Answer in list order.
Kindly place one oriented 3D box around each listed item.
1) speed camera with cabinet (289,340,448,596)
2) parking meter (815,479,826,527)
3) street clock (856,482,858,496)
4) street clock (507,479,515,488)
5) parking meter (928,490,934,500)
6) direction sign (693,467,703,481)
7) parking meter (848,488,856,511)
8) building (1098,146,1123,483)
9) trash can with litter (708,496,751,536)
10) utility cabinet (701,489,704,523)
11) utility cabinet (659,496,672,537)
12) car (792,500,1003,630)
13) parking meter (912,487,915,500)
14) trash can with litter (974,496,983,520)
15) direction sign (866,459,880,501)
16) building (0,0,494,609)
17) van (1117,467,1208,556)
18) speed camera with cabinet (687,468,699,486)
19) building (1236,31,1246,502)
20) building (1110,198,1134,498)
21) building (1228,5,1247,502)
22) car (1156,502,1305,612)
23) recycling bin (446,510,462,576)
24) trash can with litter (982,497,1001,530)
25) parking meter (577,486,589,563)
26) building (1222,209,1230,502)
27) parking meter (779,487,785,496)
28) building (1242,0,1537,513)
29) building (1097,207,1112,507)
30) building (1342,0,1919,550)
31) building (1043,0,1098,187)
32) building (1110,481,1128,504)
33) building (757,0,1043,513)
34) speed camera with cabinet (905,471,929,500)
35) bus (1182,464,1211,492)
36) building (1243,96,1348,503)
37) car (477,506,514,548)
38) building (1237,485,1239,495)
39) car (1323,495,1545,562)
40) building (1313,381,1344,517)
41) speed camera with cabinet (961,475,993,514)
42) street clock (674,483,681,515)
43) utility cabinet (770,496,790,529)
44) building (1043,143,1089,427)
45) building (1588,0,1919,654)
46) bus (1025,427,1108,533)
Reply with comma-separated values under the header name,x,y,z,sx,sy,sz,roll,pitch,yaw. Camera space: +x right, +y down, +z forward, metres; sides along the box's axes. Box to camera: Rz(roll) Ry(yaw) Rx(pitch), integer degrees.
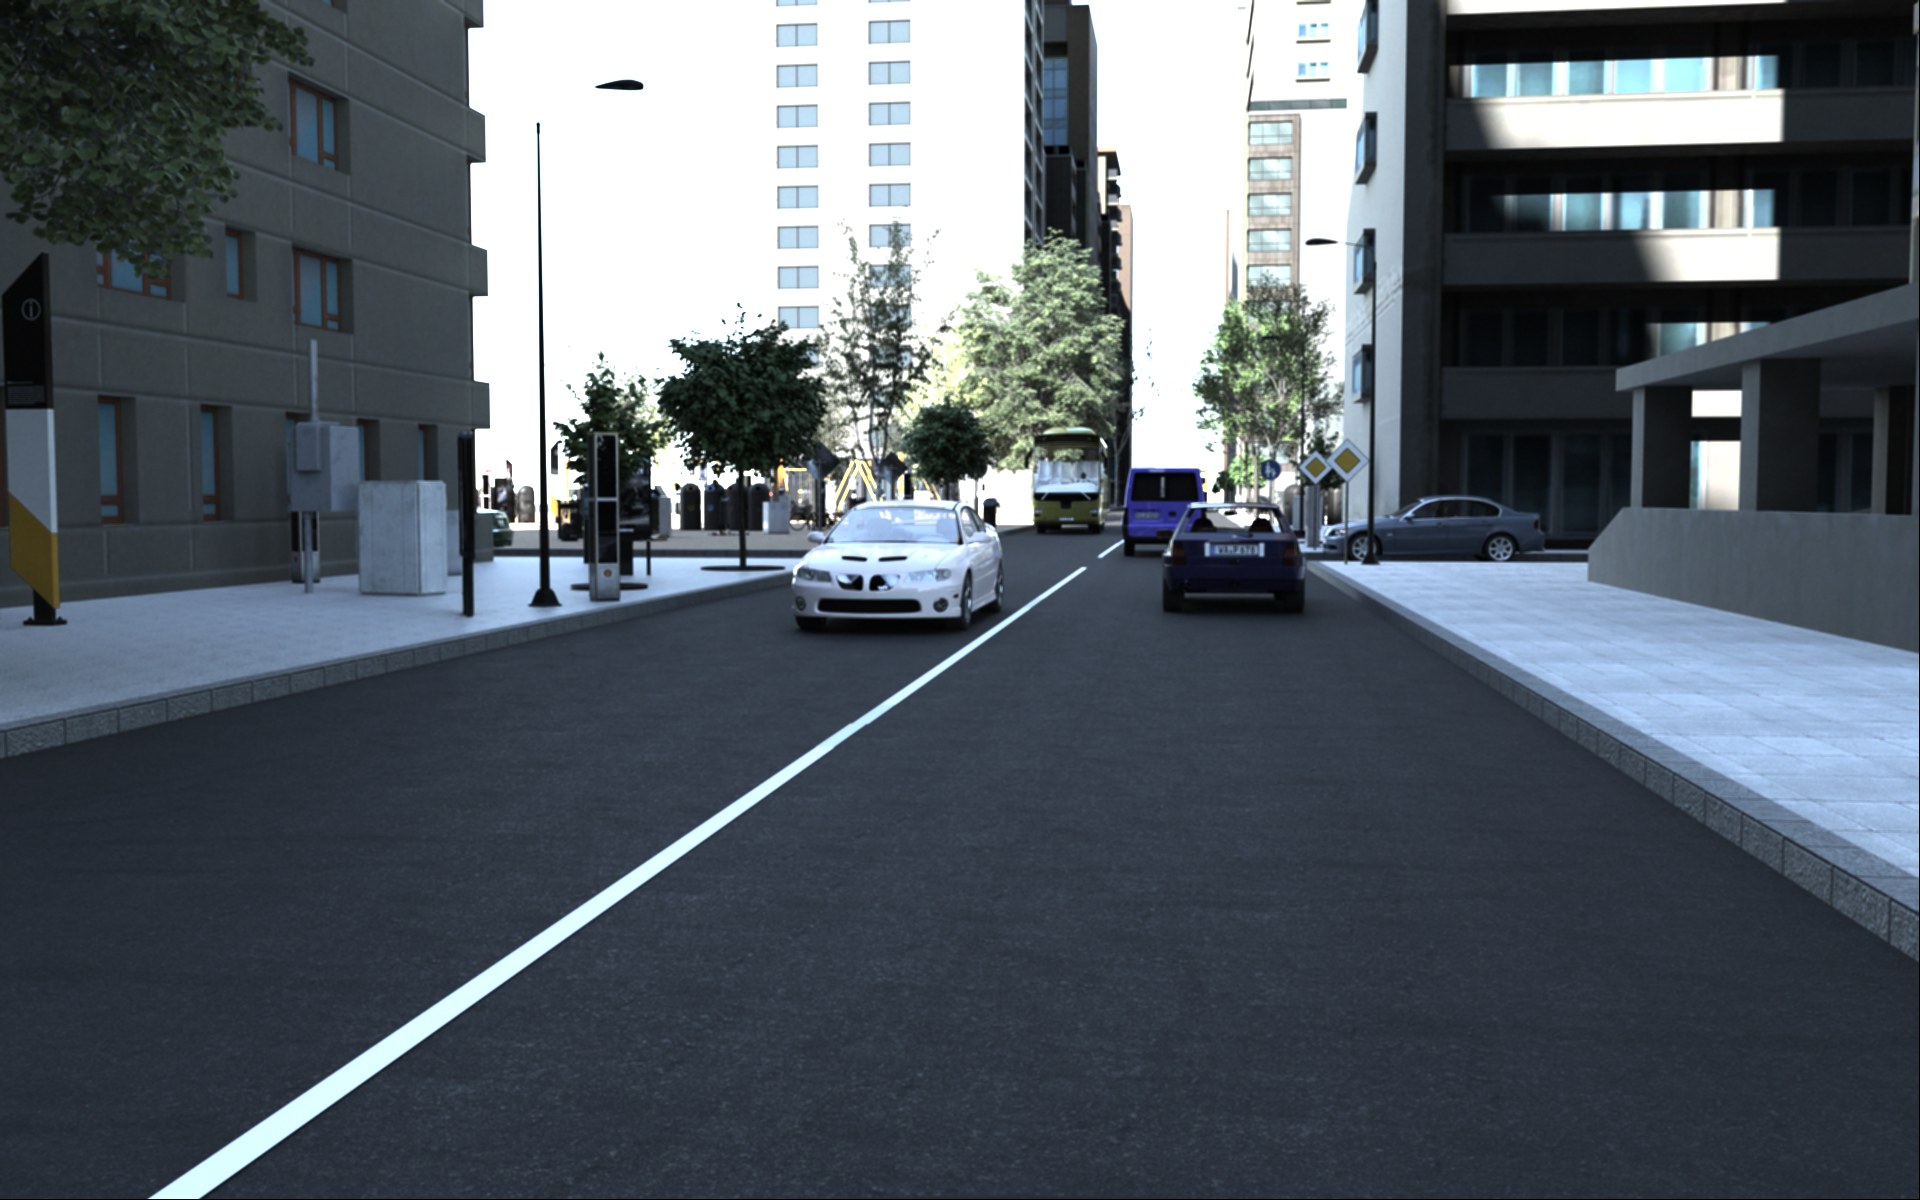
name,x,y,z,sx,sy,sz,roll,pitch,yaw
speed camera with cabinet,-7.589,-1.704,22.204,2.038,3.252,0.660,1,4,21
parking meter,-5.368,-3.728,66.659,0.255,1.863,0.399,3,4,36
street clock,-6.270,-6.087,104.095,0.358,2.002,0.471,-1,4,-9
street clock,-21.401,-4.766,82.498,0.358,2.002,0.471,0,4,-2
parking meter,-1.941,-6.553,115.559,0.372,1.533,0.369,0,3,0
direction sign,-16.154,-7.028,106.907,0.876,3.537,0.379,3,4,36
parking meter,-4.882,-4.280,78.381,0.372,1.533,0.369,0,3,0
building,8.636,-34.242,214.472,22.147,44.769,28.867,0,4,8
trash can with litter,-7.102,-2.641,54.237,1.678,1.210,2.233,1,4,20
utility cabinet,-11.170,-4.129,76.193,1.173,1.500,0.318,-3,4,-39
utility cabinet,-8.728,-2.461,51.397,0.306,1.237,1.020,0,4,-4
car,-0.603,-0.460,19.886,2.083,1.381,4.827,1,4,8
parking meter,-1.821,-3.303,62.423,0.372,1.533,0.369,0,3,0
trash can with litter,0.861,-4.590,86.105,1.678,1.210,2.233,-1,4,-21
direction sign,-5.641,-7.362,112.363,0.876,3.537,0.379,0,4,8
building,-25.064,-10.742,20.678,28.899,21.520,27.650,0,4,8
van,4.889,-2.280,41.664,2.240,2.365,5.245,0,4,6
speed camera with cabinet,-13.552,-5.712,87.721,0.660,3.252,2.038,-1,4,-10
building,33.627,-31.474,164.704,14.600,45.320,14.200,0,4,8
building,18.890,-37.308,260.088,14.600,45.320,14.200,0,4,8
building,43.422,-40.903,210.769,21.231,58.520,28.212,0,4,8
car,3.508,-0.601,22.414,1.945,1.354,3.894,0,4,8
recycling bin,-8.335,-0.910,27.427,0.722,1.027,0.722,-2,4,-32
trash can with litter,1.049,-3.043,61.138,0.624,1.170,1.055,1,4,11
parking meter,-6.806,-1.452,32.145,0.372,1.533,0.369,0,3,0
building,46.952,-37.477,262.858,14.600,45.320,14.200,0,4,8
parking meter,-6.874,-3.536,66.220,0.372,1.533,0.369,0,3,0
building,35.140,-31.968,146.381,21.300,48.544,21.600,0,4,8
building,7.671,-24.499,172.255,14.160,30.474,14.107,0,4,8
building,21.836,-25.906,47.267,21.600,48.544,21.300,0,4,8
building,5.231,-31.056,157.874,14.600,45.320,14.200,0,4,8
building,7.680,-33.639,241.885,32.217,40.220,23.993,0,4,8
building,-2.305,-42.065,126.013,20.563,71.187,20.611,0,4,8
speed camera with cabinet,-3.083,-7.472,116.506,2.038,3.252,0.660,-2,4,-27
bus,18.973,-9.165,141.395,2.896,3.916,12.252,1,4,8
building,28.384,-21.905,129.852,14.160,30.474,14.107,0,4,8
car,-12.514,-1.650,38.778,4.920,1.459,2.131,0,4,6
building,35.808,-30.287,178.780,14.154,41.232,14.086,0,4,8
car,9.918,-1.494,36.437,4.499,1.417,2.014,0,4,6
building,31.262,-47.537,89.900,22.319,86.520,31.000,0,4,8
speed camera with cabinet,1.101,-7.218,112.356,2.038,3.252,0.660,0,4,-2
street clock,-17.374,-6.227,106.381,0.471,2.002,0.358,-3,5,-42
utility cabinet,-6.847,-3.252,64.327,1.020,1.237,0.306,0,4,5
building,3.264,-22.770,143.996,14.160,30.474,14.107,0,4,8
building,24.317,-19.784,15.347,32.217,40.220,23.993,0,4,8
bus,4.323,-4.596,66.692,2.896,3.916,12.252,0,4,6
